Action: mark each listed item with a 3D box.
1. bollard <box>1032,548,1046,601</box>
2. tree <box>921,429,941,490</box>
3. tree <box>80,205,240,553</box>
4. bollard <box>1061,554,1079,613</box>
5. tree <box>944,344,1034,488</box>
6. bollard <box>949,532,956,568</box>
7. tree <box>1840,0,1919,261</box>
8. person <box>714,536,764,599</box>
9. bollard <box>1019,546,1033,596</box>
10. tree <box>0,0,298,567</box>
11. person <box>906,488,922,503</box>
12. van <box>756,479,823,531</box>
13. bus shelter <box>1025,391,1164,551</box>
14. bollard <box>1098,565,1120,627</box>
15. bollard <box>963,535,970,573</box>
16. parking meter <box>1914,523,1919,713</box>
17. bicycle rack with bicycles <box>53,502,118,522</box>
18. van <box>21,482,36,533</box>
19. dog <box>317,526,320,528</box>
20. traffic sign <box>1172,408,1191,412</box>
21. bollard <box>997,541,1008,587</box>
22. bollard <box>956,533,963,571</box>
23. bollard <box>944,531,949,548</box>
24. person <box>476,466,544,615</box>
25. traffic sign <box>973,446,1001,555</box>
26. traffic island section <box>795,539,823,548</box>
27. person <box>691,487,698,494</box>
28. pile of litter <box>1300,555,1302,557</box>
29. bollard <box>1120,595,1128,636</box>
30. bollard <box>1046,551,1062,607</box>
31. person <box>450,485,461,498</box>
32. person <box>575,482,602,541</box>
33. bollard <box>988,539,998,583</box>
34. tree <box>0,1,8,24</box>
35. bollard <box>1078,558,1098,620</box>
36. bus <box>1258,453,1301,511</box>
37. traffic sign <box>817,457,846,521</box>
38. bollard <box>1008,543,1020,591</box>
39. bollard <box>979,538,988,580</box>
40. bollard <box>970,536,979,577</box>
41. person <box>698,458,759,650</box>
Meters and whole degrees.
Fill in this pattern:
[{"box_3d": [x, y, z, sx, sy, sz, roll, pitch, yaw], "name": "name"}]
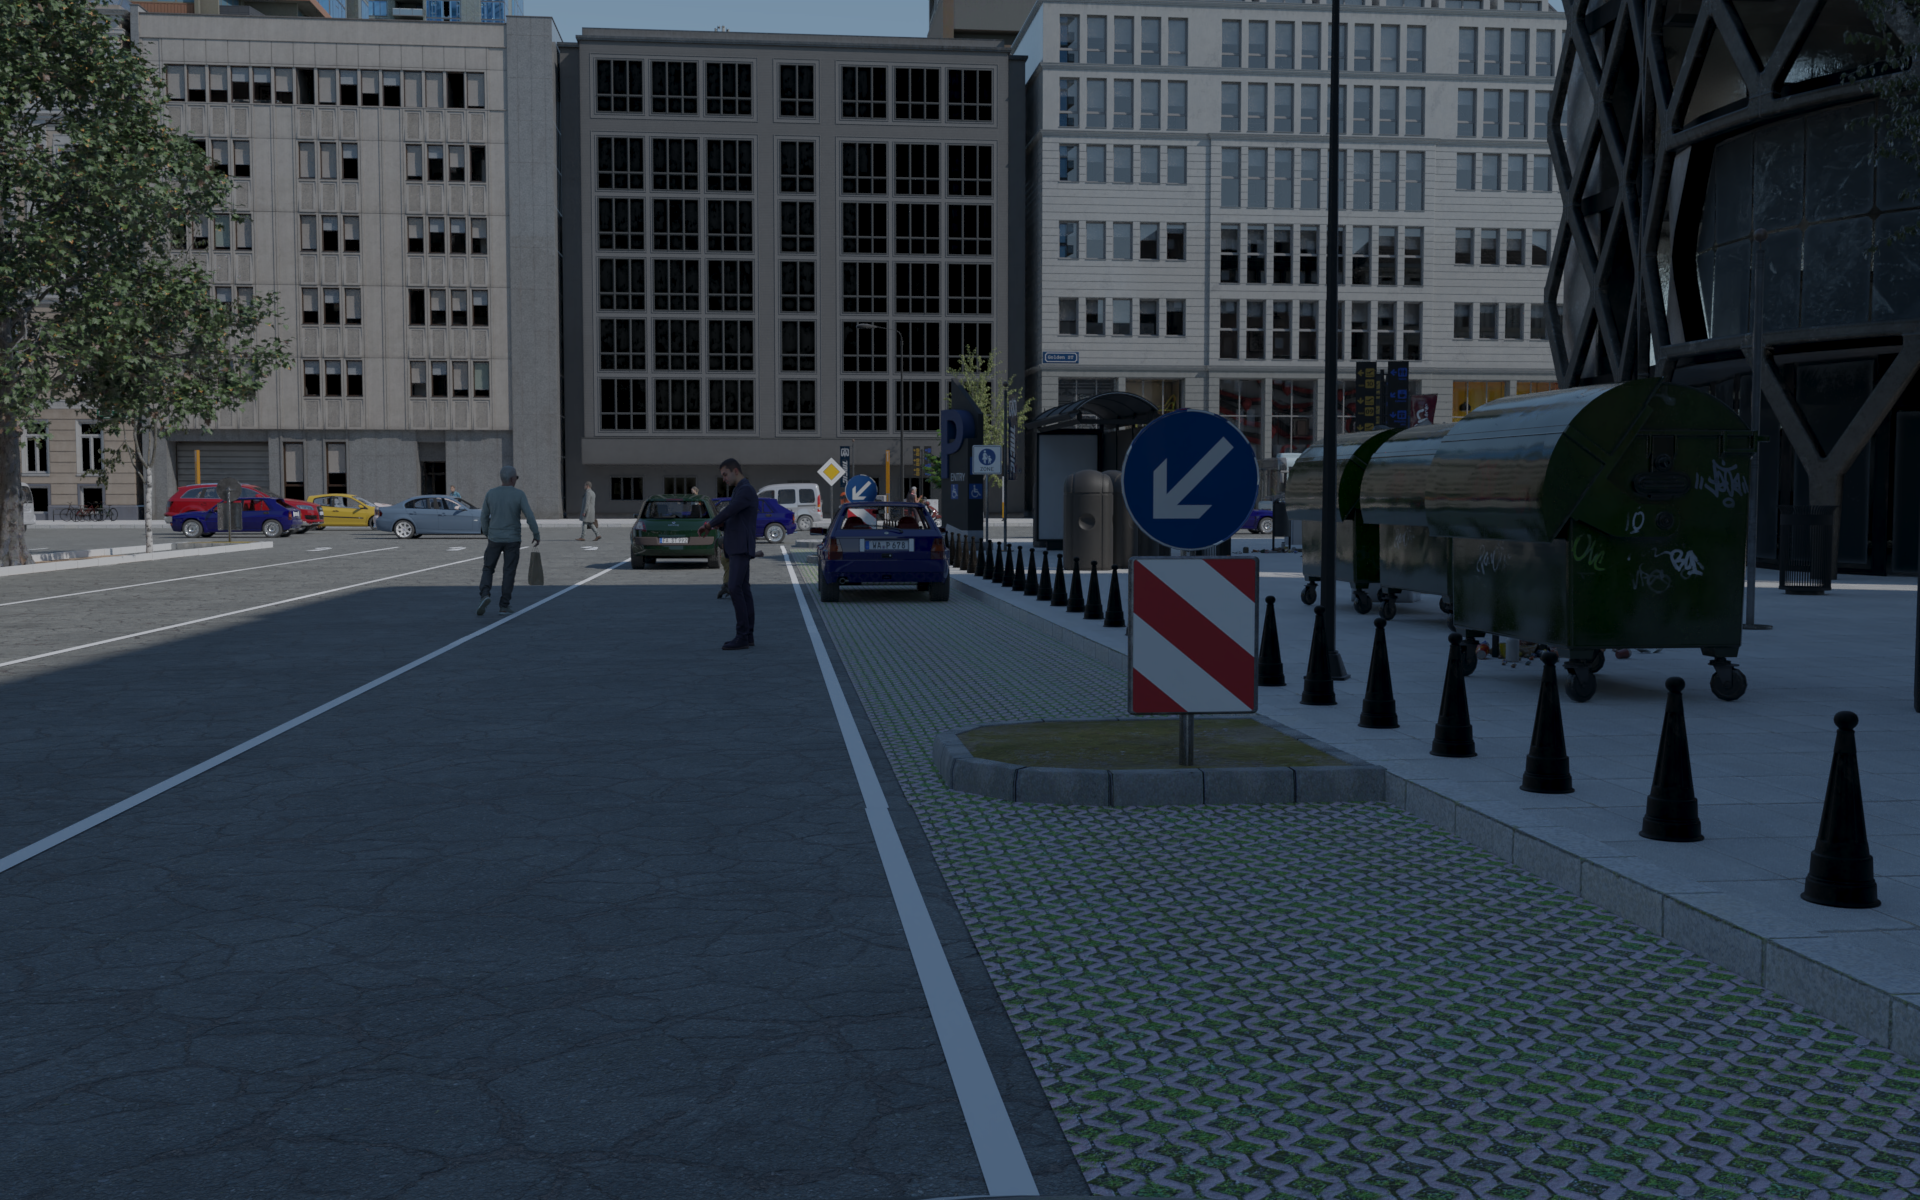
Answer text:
[{"box_3d": [1.030, -0.295, 20.870, 0.229, 0.601, 0.229, 0, 3, 0], "name": "bollard"}, {"box_3d": [-0.233, -3.010, 43.815, 1.663, 3.219, 1.824, 0, 3, 0], "name": "tree"}, {"box_3d": [-18.843, -5.341, 40.149, 4.360, 8.622, 3.978, 0, 3, 0], "name": "tree"}, {"box_3d": [1.263, -0.170, 18.816, 0.229, 0.601, 0.229, 0, 3, 0], "name": "bollard"}, {"box_3d": [1.252, -8.284, 85.801, 4.737, 8.622, 4.395, 0, 3, 0], "name": "tree"}, {"box_3d": [-0.022, -0.861, 30.113, 0.229, 0.601, 0.229, 0, 3, 0], "name": "bollard"}, {"box_3d": [10.415, -4.063, 16.798, 4.360, 8.622, 3.978, 0, 3, 0], "name": "tree"}, {"box_3d": [-3.027, -0.449, 23.765, 0.695, 0.859, 0.347, 0, 4, 2], "name": "person"}, {"box_3d": [0.912, -0.358, 21.898, 0.229, 0.601, 0.229, 0, 3, 0], "name": "bollard"}, {"box_3d": [-18.138, -6.935, 32.849, 9.611, 12.733, 9.660, 0, 3, 0], "name": "tree"}, {"box_3d": [-1.707, -3.338, 64.553, 0.593, 1.643, 0.415, -1, 4, -16], "name": "person"}, {"box_3d": [-7.400, -3.707, 67.617, 4.112, 2.044, 2.013, 0, 4, -5], "name": "van"}, {"box_3d": [2.791, -2.628, 36.885, 2.014, 3.302, 5.546, 0, 4, -7], "name": "bus shelter"}, {"box_3d": [1.495, -0.043, 16.741, 0.229, 0.601, 0.229, 0, 3, 0], "name": "bollard"}, {"box_3d": [0.213, -0.734, 28.050, 0.229, 0.601, 0.229, 0, 3, 0], "name": "bollard"}, {"box_3d": [5.797, -0.274, 10.199, 0.255, 1.863, 0.399, 2, 4, 26], "name": "parking meter"}, {"box_3d": [-40.764, -4.129, 80.899, 2.852, 0.926, 2.925, 2, 4, 33], "name": "bicycle rack with bicycles"}, {"box_3d": [-33.837, -3.174, 58.914, 4.112, 2.044, 2.013, 0, 4, -7], "name": "van"}, {"box_3d": [-26.893, -3.177, 72.140, 0.550, 0.427, 0.748, -3, 4, -39], "name": "dog"}, {"box_3d": [3.329, -1.566, 25.710, 0.768, 2.556, 0.104, 0, 4, -3], "name": "traffic sign"}, {"box_3d": [0.682, -0.483, 23.941, 0.229, 0.601, 0.229, 0, 3, 0], "name": "bollard"}, {"box_3d": [0.097, -0.798, 29.090, 0.229, 0.601, 0.229, 0, 3, 0], "name": "bollard"}, {"box_3d": [-0.140, -0.923, 31.136, 0.229, 0.601, 0.229, 0, 3, 0], "name": "bollard"}, {"box_3d": [-5.318, -0.707, 20.543, 0.782, 1.767, 0.515, 0, 4, 1], "name": "person"}, {"box_3d": [0.568, -2.095, 36.387, 0.606, 2.300, 0.079, 0, 4, 2], "name": "traffic sign"}, {"box_3d": [-3.493, -1.541, 47.470, 2.009, 0.180, 2.903, 0, 4, -6], "name": "traffic island section"}, {"box_3d": [-9.651, -3.275, 63.057, 0.522, 1.701, 0.512, -1, 4, -21], "name": "person"}, {"box_3d": [7.618, -1.256, 34.493, 1.176, 0.858, 1.719, -3, 4, -36], "name": "pile of litter"}, {"box_3d": [1.612, 0.020, 15.716, 0.229, 0.601, 0.229, 0, 3, 0], "name": "bollard"}, {"box_3d": [1.143, -0.233, 19.844, 0.229, 0.601, 0.229, 0, 3, 0], "name": "bollard"}, {"box_3d": [-20.229, -3.703, 69.384, 0.601, 1.785, 0.444, 2, 4, 30], "name": "person"}, {"box_3d": [-11.344, -2.703, 52.798, 0.767, 1.812, 0.694, 0, 4, 4], "name": "person"}, {"box_3d": [0.565, -0.546, 24.976, 0.229, 0.601, 0.229, 0, 3, 0], "name": "bollard"}, {"box_3d": [-16.892, -5.786, 22.812, 9.928, 11.665, 9.643, 0, 3, 0], "name": "tree"}, {"box_3d": [1.375, -0.106, 17.772, 0.229, 0.601, 0.229, 0, 3, 0], "name": "bollard"}, {"box_3d": [18.735, -4.867, 74.429, 13.247, 3.499, 2.948, 0, 4, -7], "name": "bus"}, {"box_3d": [-3.515, -2.676, 47.390, 0.795, 2.450, 0.064, 0, 4, -6], "name": "traffic sign"}, {"box_3d": [0.793, -0.421, 22.917, 0.229, 0.601, 0.229, 0, 3, 0], "name": "bollard"}, {"box_3d": [0.447, -0.609, 25.998, 0.229, 0.601, 0.229, 0, 3, 0], "name": "bollard"}, {"box_3d": [0.329, -0.672, 27.030, 0.229, 0.601, 0.229, 0, 3, 0], "name": "bollard"}, {"box_3d": [-2.165, -0.443, 16.184, 0.568, 1.767, 0.683, -1, 4, -15], "name": "person"}]
